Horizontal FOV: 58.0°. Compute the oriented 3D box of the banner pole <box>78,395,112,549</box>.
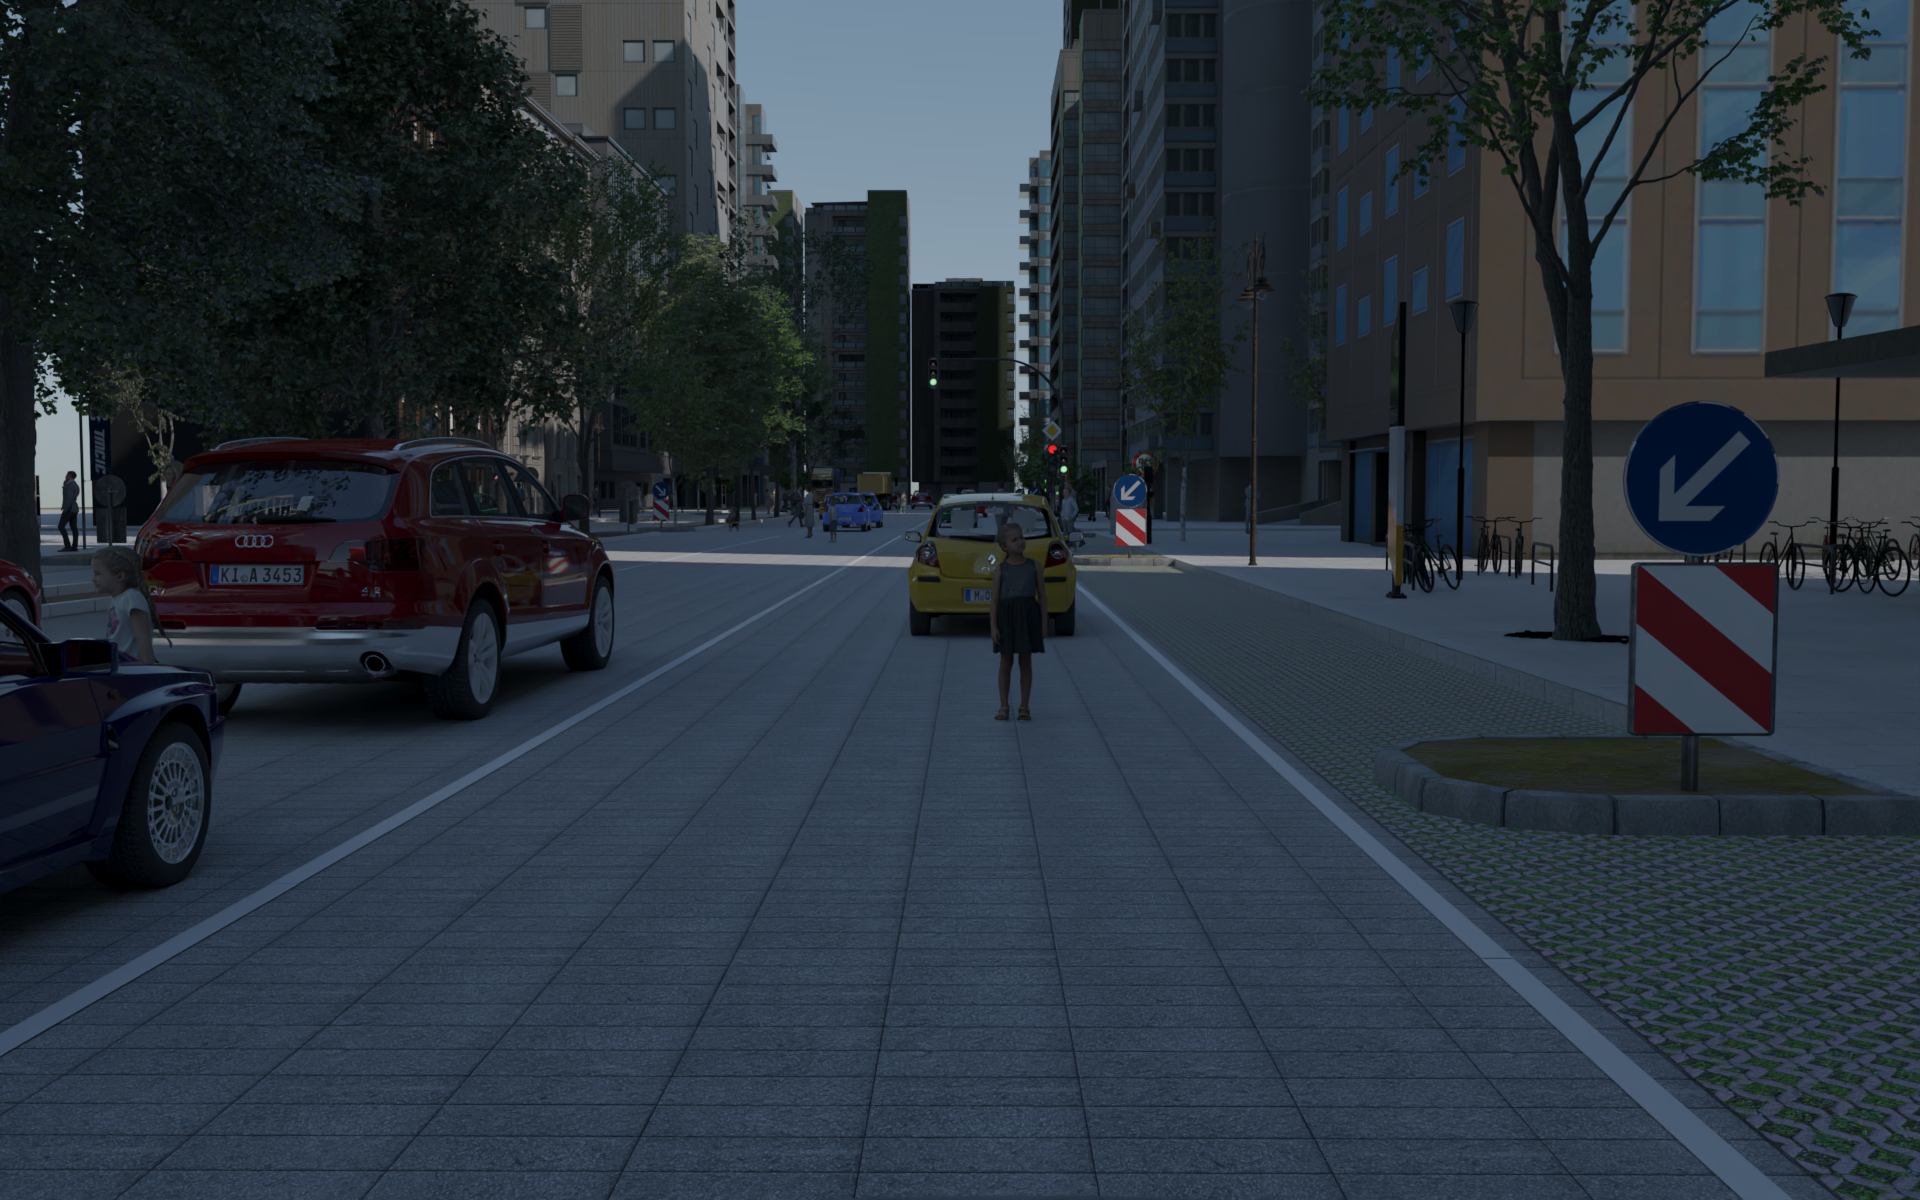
[{"bbox_3d":[-20.198,-3.079,40.354,0.863,3.779,0.401,-2,4,-34],"label":"banner pole"}]

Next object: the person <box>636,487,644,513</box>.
[{"bbox_3d":[-21.460,-6.698,115.909,0.624,1.780,0.694,0,4,-5],"label":"person"}]

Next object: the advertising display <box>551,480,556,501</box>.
[{"bbox_3d":[-19.179,-4.680,81.729,0.123,1.923,0.974,-1,4,-9],"label":"advertising display"}]

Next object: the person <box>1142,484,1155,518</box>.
[{"bbox_3d":[5.718,-2.801,52.849,0.522,1.701,0.512,3,4,36],"label":"person"}]

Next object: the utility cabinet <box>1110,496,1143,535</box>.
[{"bbox_3d":[5.243,-2.659,54.638,1.020,1.237,0.306,2,4,34],"label":"utility cabinet"}]

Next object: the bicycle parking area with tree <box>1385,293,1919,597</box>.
[{"bbox_3d":[9.958,-2.335,25.175,8.231,4.147,9.016,2,4,24],"label":"bicycle parking area with tree"}]

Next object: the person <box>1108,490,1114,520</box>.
[{"bbox_3d":[7.688,-4.828,85.470,0.515,1.767,0.782,-2,4,-33],"label":"person"}]

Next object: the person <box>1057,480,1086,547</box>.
[{"bbox_3d":[2.952,-2.323,46.610,0.853,1.813,0.709,-1,4,-14],"label":"person"}]

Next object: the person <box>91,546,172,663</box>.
[{"bbox_3d":[-3.526,0.370,7.472,0.382,1.210,0.505,-3,5,-43],"label":"person"}]

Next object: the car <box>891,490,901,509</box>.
[{"bbox_3d":[-6.780,-9.533,164.539,2.281,1.827,5.304,0,4,0],"label":"car"}]

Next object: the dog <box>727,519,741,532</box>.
[{"bbox_3d":[-8.567,-2.837,65.675,0.406,0.507,0.540,0,4,7],"label":"dog"}]

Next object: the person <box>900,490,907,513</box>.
[{"bbox_3d":[-4.160,-7.236,127.808,0.512,1.701,0.522,-2,4,-29],"label":"person"}]

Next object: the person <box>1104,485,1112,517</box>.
[{"bbox_3d":[8.190,-5.485,95.903,0.473,1.802,0.592,3,4,39],"label":"person"}]

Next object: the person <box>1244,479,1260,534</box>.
[{"bbox_3d":[9.453,-3.036,55.859,0.466,1.800,0.511,3,4,36],"label":"person"}]

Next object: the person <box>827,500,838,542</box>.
[{"bbox_3d":[-3.793,-2.338,51.416,0.332,1.250,0.352,-1,4,-10],"label":"person"}]

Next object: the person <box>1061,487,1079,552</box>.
[{"bbox_3d":[2.676,-1.994,42.908,0.330,1.601,0.589,-2,4,-28],"label":"person"}]

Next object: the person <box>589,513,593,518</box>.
[{"bbox_3d":[-20.257,-5.384,94.085,0.620,1.820,0.660,-2,4,-27],"label":"person"}]

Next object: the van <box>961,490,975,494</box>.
[{"bbox_3d":[0.828,-9.933,169.414,2.013,2.044,4.112,0,4,1],"label":"van"}]

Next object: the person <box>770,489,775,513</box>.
[{"bbox_3d":[-14.249,-7.579,132.379,0.822,1.834,0.622,-2,4,-27],"label":"person"}]

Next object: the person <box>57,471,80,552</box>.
[{"bbox_3d":[-19.867,-1.980,38.594,0.473,1.802,0.592,0,4,6],"label":"person"}]

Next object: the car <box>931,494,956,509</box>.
[{"bbox_3d":[-0.168,-3.851,74.765,2.131,1.459,4.920,0,4,-1],"label":"car"}]

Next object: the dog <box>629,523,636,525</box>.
[{"bbox_3d":[-15.321,-3.949,81.407,0.513,0.831,0.800,0,4,7],"label":"dog"}]

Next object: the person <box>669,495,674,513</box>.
[{"bbox_3d":[-19.608,-6.549,117.795,0.362,1.253,0.373,2,4,31],"label":"person"}]

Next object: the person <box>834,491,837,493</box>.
[{"bbox_3d":[-11.193,-8.895,154.613,0.721,1.739,1.217,0,4,-1],"label":"person"}]

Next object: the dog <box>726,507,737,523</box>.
[{"bbox_3d":[-10.841,-3.928,81.058,0.800,0.831,0.513,0,4,-7],"label":"dog"}]

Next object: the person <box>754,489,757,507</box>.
[{"bbox_3d":[-19.699,-9.741,165.984,0.621,1.740,0.551,1,4,21],"label":"person"}]

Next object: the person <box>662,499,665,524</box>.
[{"bbox_3d":[-14.541,-4.352,84.338,0.332,1.250,0.352,3,4,37],"label":"person"}]

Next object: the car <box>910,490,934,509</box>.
[{"bbox_3d":[-3.600,-9.497,163.947,2.281,1.827,5.304,0,4,-1],"label":"car"}]

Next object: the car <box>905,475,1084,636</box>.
[{"bbox_3d":[0.370,-0.533,18.944,2.015,1.641,3.980,0,4,2],"label":"car"}]

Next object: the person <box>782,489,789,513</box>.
[{"bbox_3d":[-12.525,-7.087,124.342,0.622,1.834,0.822,3,5,39],"label":"person"}]

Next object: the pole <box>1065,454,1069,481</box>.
[{"bbox_3d":[5.390,-5.703,87.094,0.158,3.312,0.155,0,3,0],"label":"pole"}]

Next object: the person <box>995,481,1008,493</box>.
[{"bbox_3d":[1.101,-2.300,46.371,0.678,1.792,0.850,-1,4,-17],"label":"person"}]

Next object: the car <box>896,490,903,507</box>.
[{"bbox_3d":[-7.125,-10.559,181.316,2.281,1.827,5.304,0,4,2],"label":"car"}]

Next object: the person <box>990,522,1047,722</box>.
[{"bbox_3d":[0.372,0.136,10.949,0.362,1.253,0.373,0,4,2],"label":"person"}]

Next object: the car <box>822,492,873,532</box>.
[{"bbox_3d":[-4.342,-3.507,66.926,1.945,1.707,3.694,0,4,1],"label":"car"}]

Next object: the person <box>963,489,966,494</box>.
[{"bbox_3d":[0.312,-6.591,116.654,0.661,1.777,0.834,2,4,31],"label":"person"}]

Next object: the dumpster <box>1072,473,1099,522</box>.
[{"bbox_3d":[5.731,-4.828,81.429,1.502,2.255,1.985,0,4,1],"label":"dumpster"}]

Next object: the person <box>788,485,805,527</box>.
[{"bbox_3d":[-6.975,-4.033,74.403,0.822,1.834,0.622,0,4,4],"label":"person"}]

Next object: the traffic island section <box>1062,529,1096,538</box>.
[{"bbox_3d":[3.467,-2.192,58.120,2.009,0.180,2.903,0,4,0],"label":"traffic island section"}]

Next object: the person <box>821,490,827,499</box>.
[{"bbox_3d":[-12.640,-9.541,164.590,1.348,1.812,0.705,-2,4,-23],"label":"person"}]

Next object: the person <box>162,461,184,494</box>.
[{"bbox_3d":[-8.676,-0.652,19.341,0.709,1.800,0.728,3,5,41],"label":"person"}]

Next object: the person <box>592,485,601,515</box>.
[{"bbox_3d":[-22.005,-6.040,104.757,0.622,1.834,0.822,2,4,32],"label":"person"}]

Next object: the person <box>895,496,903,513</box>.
[{"bbox_3d":[-4.694,-7.372,133.272,0.590,1.304,0.306,1,4,17],"label":"person"}]

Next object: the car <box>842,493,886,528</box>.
[{"bbox_3d":[-4.183,-3.965,74.426,1.945,1.707,3.694,0,4,-1],"label":"car"}]

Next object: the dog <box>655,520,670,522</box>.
[{"bbox_3d":[-15.343,-4.225,89.270,0.748,0.427,0.550,1,4,15],"label":"dog"}]

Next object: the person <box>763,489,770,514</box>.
[{"bbox_3d":[-13.721,-6.989,122.957,0.466,1.800,0.511,0,4,-5],"label":"person"}]

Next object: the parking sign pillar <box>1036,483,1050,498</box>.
[{"bbox_3d":[6.135,-8.373,125.372,1.447,3.967,1.447,0,4,-3],"label":"parking sign pillar"}]

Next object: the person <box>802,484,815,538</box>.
[{"bbox_3d":[-4.992,-2.893,56.373,0.524,1.755,0.480,1,4,19],"label":"person"}]

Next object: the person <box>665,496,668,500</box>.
[{"bbox_3d":[-23.115,-7.939,136.028,0.473,1.802,0.592,0,4,7],"label":"person"}]

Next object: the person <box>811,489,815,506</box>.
[{"bbox_3d":[-10.236,-6.700,118.381,0.599,1.781,0.374,0,4,-1],"label":"person"}]
